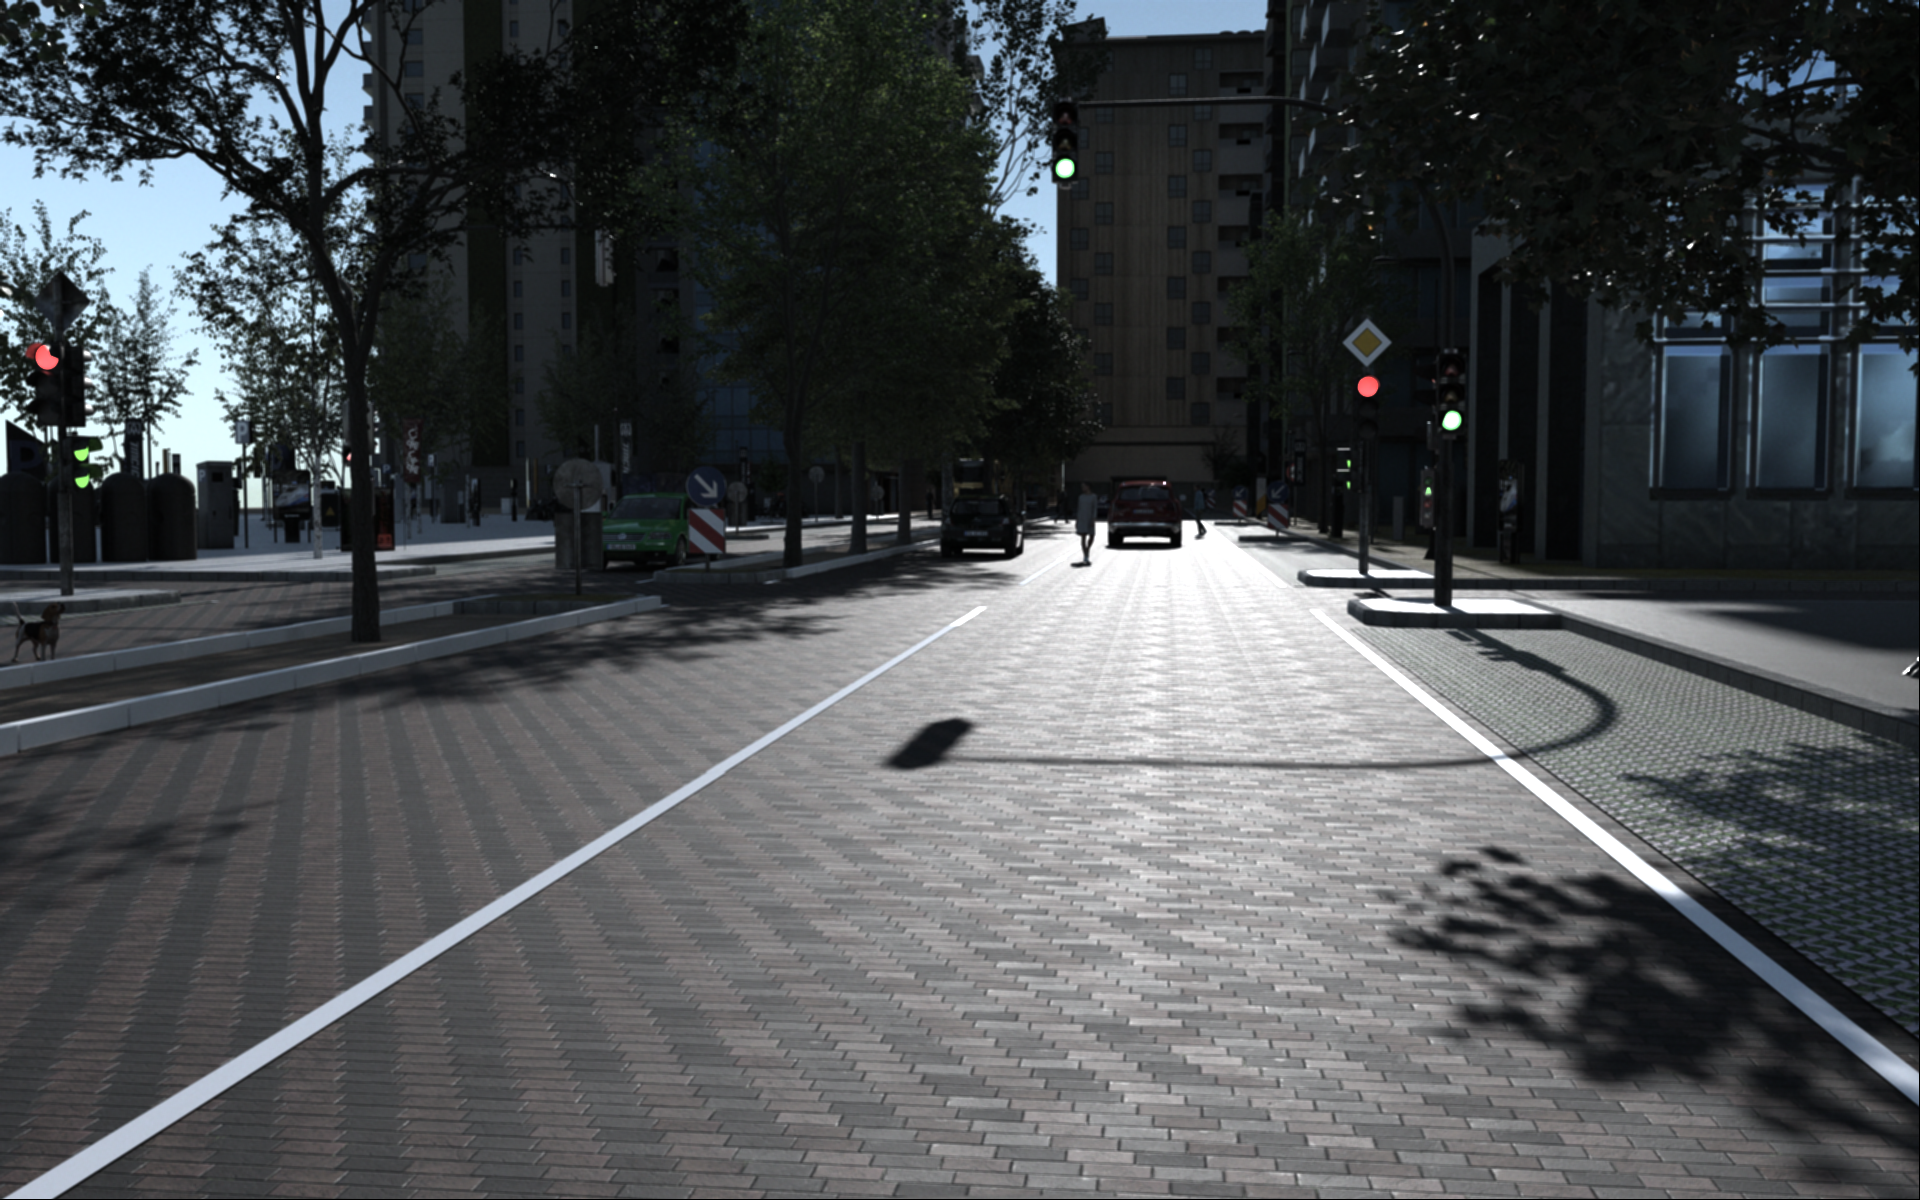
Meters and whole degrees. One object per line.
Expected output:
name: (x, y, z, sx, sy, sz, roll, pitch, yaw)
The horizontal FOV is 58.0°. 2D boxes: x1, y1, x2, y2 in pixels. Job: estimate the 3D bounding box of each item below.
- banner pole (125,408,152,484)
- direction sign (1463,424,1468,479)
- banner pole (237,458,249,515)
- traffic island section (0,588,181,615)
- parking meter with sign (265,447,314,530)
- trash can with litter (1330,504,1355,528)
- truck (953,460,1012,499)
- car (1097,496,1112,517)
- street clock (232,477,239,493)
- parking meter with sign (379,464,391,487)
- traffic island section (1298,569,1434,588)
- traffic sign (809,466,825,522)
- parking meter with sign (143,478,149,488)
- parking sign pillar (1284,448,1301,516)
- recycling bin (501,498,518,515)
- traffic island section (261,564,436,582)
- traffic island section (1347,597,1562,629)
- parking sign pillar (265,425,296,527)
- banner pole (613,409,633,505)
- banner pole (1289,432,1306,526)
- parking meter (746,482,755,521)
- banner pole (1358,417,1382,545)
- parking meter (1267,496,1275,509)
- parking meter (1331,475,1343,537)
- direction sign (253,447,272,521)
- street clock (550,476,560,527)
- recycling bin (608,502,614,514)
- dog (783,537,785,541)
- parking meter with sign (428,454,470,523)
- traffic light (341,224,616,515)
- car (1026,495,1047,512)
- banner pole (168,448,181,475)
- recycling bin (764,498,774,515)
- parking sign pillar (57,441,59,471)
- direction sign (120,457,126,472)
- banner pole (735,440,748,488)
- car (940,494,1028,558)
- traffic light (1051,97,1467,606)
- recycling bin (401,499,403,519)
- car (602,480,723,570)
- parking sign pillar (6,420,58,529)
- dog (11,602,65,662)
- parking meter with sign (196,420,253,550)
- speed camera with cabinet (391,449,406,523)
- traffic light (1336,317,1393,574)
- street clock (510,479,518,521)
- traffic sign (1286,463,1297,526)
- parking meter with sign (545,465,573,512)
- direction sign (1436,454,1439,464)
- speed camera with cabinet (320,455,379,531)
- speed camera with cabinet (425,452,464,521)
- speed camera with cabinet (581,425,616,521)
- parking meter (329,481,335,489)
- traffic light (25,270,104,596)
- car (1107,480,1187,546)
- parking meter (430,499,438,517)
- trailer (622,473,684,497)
banner pole: (-23.782, -3.687, 50.307, 0.863, 3.779, 0.401, -2, 4, -30)
direction sign: (16.569, -3.941, 56.435, 0.379, 3.537, 0.876, 3, 4, 37)
banner pole: (-43.961, -7.094, 105.995, 0.401, 3.779, 0.863, 1, 4, 19)
traffic island section: (-11.310, 0.022, 21.918, 2.009, 0.180, 2.903, 0, 4, 7)
parking meter with sign: (-23.828, -4.016, 61.926, 1.738, 3.016, 0.543, -2, 4, -33)
trash can with litter: (14.453, -3.293, 65.231, 1.055, 1.170, 0.624, 1, 4, 12)
truck: (1.242, -6.331, 99.432, 3.469, 3.379, 9.791, 0, 4, 8)
car: (7.592, -4.892, 92.558, 1.945, 1.354, 3.894, 0, 4, 8)
street clock: (-31.528, -4.325, 75.291, 0.471, 2.002, 0.358, 3, 5, 43)
parking meter with sign: (-33.740, -6.433, 101.447, 0.543, 3.016, 1.738, -2, 4, -29)
traffic island section: (6.506, -0.340, 27.839, 2.009, 0.180, 2.903, 0, 4, 7)
traffic sign: (-6.534, -4.812, 78.774, 0.768, 2.556, 0.104, 1, 4, 14)
parking meter with sign: (-39.252, -5.343, 83.612, 1.738, 3.016, 0.543, -2, 4, -23)
parking sign pillar: (19.161, -6.873, 100.844, 1.447, 3.967, 1.447, 1, 4, 17)
recycling bin: (-27.794, -5.769, 106.880, 0.722, 1.027, 0.722, 2, 4, 30)
traffic island section: (-10.366, -0.463, 29.847, 2.009, 0.180, 2.903, 0, 4, 7)
traffic island section: (5.561, 0.145, 19.910, 2.009, 0.180, 2.903, 0, 4, 7)
parking sign pillar: (-26.184, -4.808, 67.089, 1.447, 3.967, 1.447, -3, 5, -43)
banner pole: (-9.921, -3.719, 50.829, 0.863, 3.779, 0.401, 2, 4, 27)
banner pole: (13.470, -4.859, 69.469, 0.863, 3.779, 0.401, 0, 4, 3)
parking meter: (-9.839, -4.629, 81.388, 0.399, 1.863, 0.255, -2, 4, -28)
banner pole: (10.407, -3.318, 44.272, 0.401, 3.779, 0.863, -2, 4, -25)
parking meter: (15.156, -4.644, 84.332, 0.372, 1.533, 0.369, 0, 3, 0)
parking meter: (11.246, -2.809, 51.638, 0.255, 1.863, 0.399, 0, 4, -6)
direction sign: (-33.652, -5.604, 83.626, 0.876, 3.537, 0.379, 0, 4, 4)
street clock: (-15.719, -3.850, 67.526, 0.358, 2.002, 0.471, 2, 4, 32)
recycling bin: (-20.294, -5.344, 99.927, 0.722, 1.027, 0.722, 1, 4, 16)
dog: (-5.133, -2.004, 52.952, 0.550, 0.427, 0.748, 0, 4, 0)
parking meter with sign: (-22.434, -4.883, 76.094, 0.543, 3.016, 1.738, 3, 5, 43)
traffic light: (-8.239, -3.353, 29.495, 4.771, 5.953, 1.251, 0, 4, 7)
car: (6.024, -7.744, 139.198, 1.945, 1.354, 3.894, 0, 4, 7)
banner pole: (-43.095, -6.418, 94.959, 0.401, 3.779, 0.863, 3, 4, 38)
recycling bin: (-11.488, -5.663, 105.150, 0.722, 1.027, 0.722, -1, 4, -12)
parking sign pillar: (-42.812, -5.788, 83.111, 1.447, 3.967, 1.447, -3, 5, -42)
direction sign: (-51.589, -7.026, 106.870, 0.876, 3.537, 0.379, 3, 5, 41)
banner pole: (-10.202, -5.541, 80.604, 0.863, 3.779, 0.401, -3, 5, -44)
car: (0.551, -1.875, 40.436, 2.009, 1.686, 4.222, 0, 4, 6)
traffic light: (3.435, -2.767, 19.907, 4.771, 5.953, 1.251, 0, 4, 7)
recycling bin: (-28.738, -4.606, 87.865, 0.722, 1.027, 0.722, -3, 4, -37)
car: (-5.893, -1.527, 33.765, 1.959, 1.807, 4.718, 0, 4, 7)
parking sign pillar: (-33.852, -4.554, 62.931, 1.447, 3.967, 1.447, -3, 4, -37)
dog: (-7.863, 0.276, 14.782, 0.540, 0.507, 0.406, -1, 4, -10)
parking meter with sign: (-17.425, -2.703, 40.453, 0.543, 3.016, 1.738, 2, 4, 32)
speed camera with cabinet: (-25.261, -5.077, 77.348, 0.660, 3.252, 2.038, -2, 4, -34)
traffic light: (6.468, -2.374, 27.730, 0.839, 4.253, 0.868, 0, 4, 7)
street clock: (-20.999, -4.709, 81.564, 0.358, 2.002, 0.471, -2, 4, -29)
traffic sign: (13.594, -4.283, 70.128, 0.768, 2.556, 0.104, 1, 4, 11)
parking meter with sign: (-23.734, -6.518, 102.828, 1.738, 3.016, 0.543, 2, 4, 26)
direction sign: (15.607, -3.940, 56.419, 0.379, 3.537, 0.876, -1, 4, -14)
speed camera with cabinet: (-21.503, -4.066, 60.821, 2.038, 3.252, 0.660, -1, 4, -10)
speed camera with cabinet: (-24.605, -5.399, 82.608, 0.660, 3.252, 2.038, 2, 4, 26)
speed camera with cabinet: (-10.162, -3.326, 48.716, 0.660, 3.252, 2.038, 0, 4, 1)
parking meter: (-28.041, -4.383, 77.380, 0.255, 1.863, 0.399, -1, 4, -17)
traffic light: (-11.272, -2.010, 21.778, 0.839, 4.253, 0.868, 0, 4, 7)
car: (5.325, -2.499, 49.525, 2.281, 1.827, 5.304, 0, 4, 8)
parking meter: (-30.122, -5.709, 99.055, 0.399, 1.863, 0.255, 0, 4, 2)
trailer: (-8.472, -2.445, 47.030, 1.471, 1.999, 3.904, 0, 4, 7)
